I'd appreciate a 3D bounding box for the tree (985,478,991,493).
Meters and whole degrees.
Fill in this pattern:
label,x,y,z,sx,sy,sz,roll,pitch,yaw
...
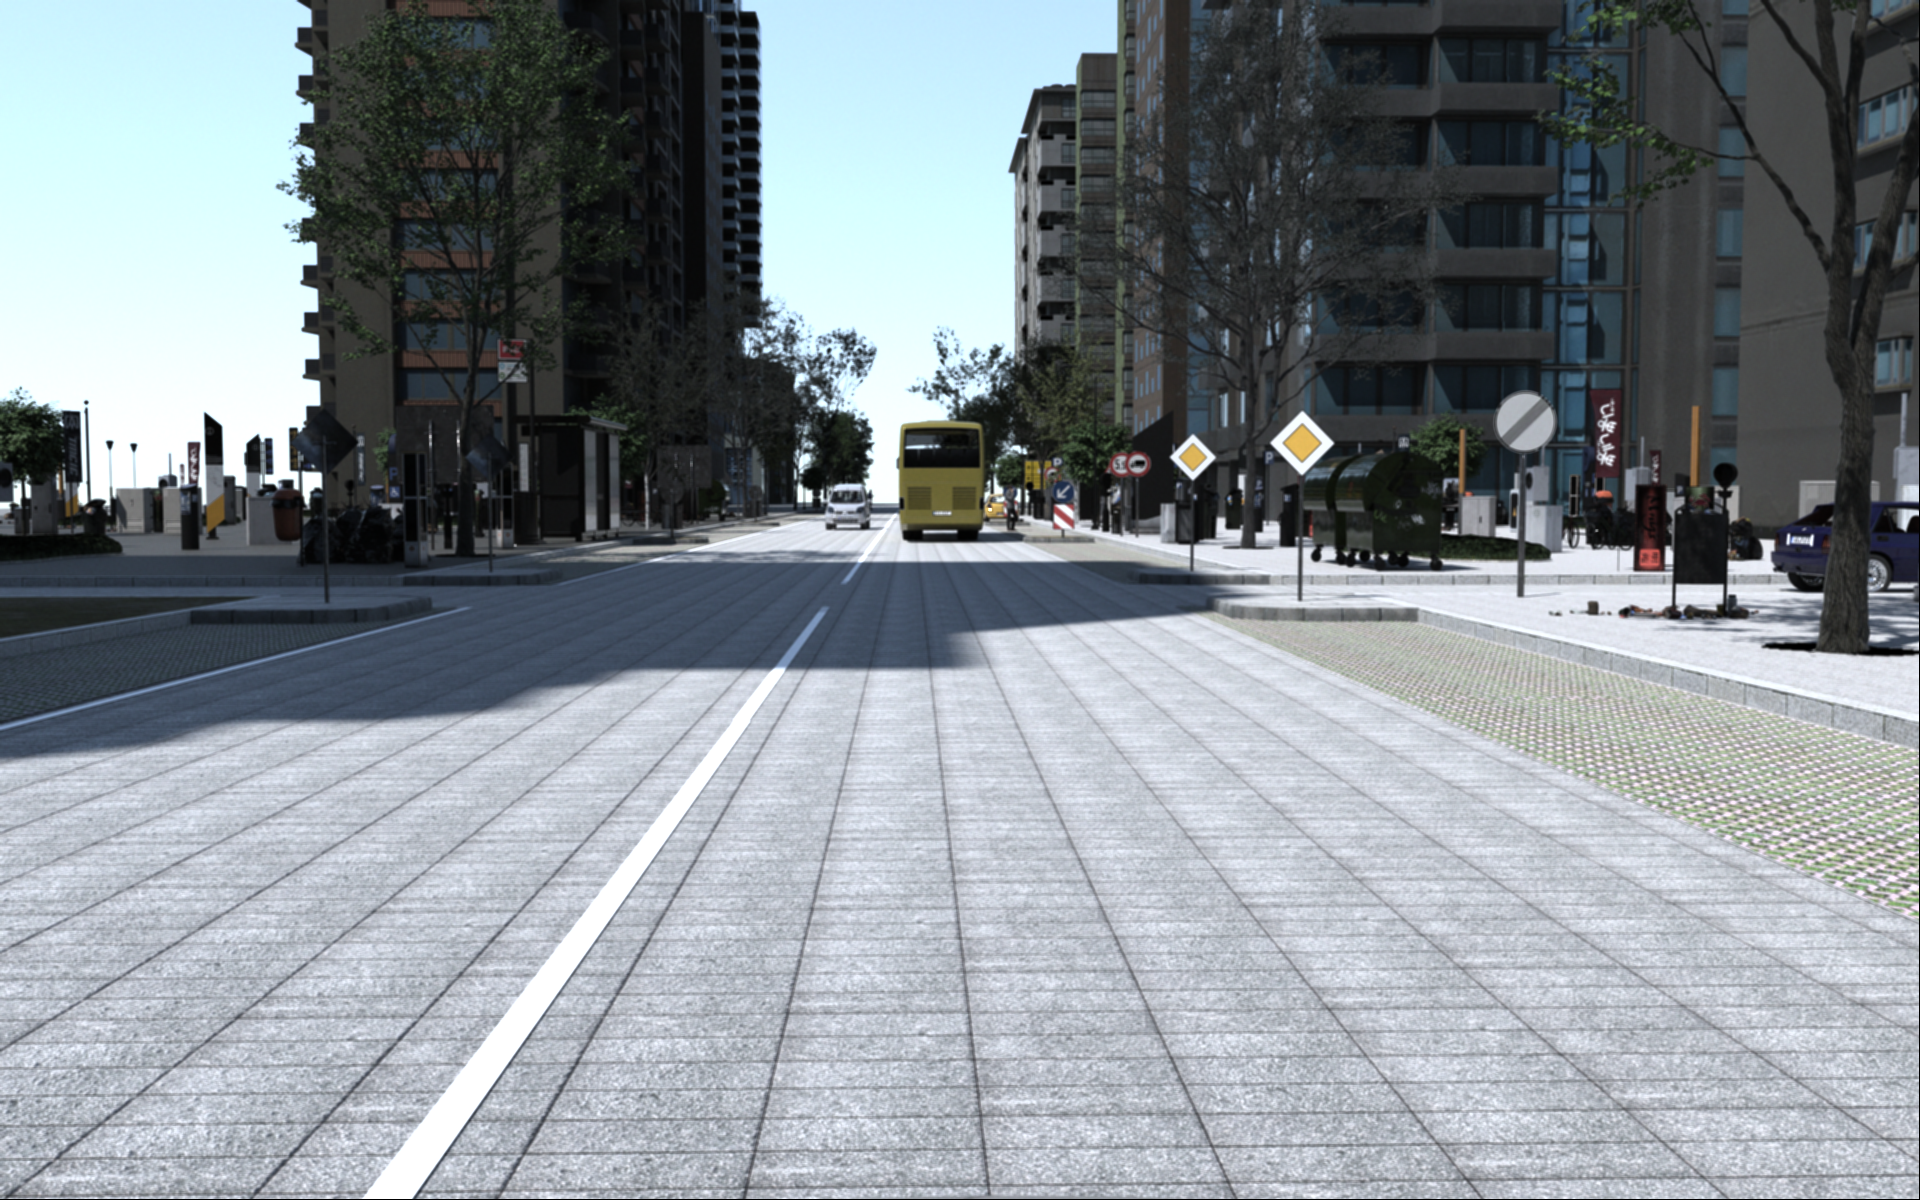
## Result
label,x,y,z,sx,sy,sz,roll,pitch,yaw
tree,2.416,-11.149,176.892,1.663,3.219,1.824,0,3,0

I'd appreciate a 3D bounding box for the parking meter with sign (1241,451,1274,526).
label,x,y,z,sx,sy,sz,roll,pitch,yaw
parking meter with sign,12.016,-4.564,70.890,0.543,3.016,1.738,-2,4,-35

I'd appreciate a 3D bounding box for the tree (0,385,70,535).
label,x,y,z,sx,sy,sz,roll,pitch,yaw
tree,-28.450,-4.198,52.352,4.285,4.588,4.351,0,3,0

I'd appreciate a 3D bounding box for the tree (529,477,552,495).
label,x,y,z,sx,sy,sz,roll,pitch,yaw
tree,-18.546,-5.131,78.492,1.663,3.219,1.824,0,3,0

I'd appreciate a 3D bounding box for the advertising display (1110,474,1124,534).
label,x,y,z,sx,sy,sz,roll,pitch,yaw
advertising display,5.035,-3.074,55.475,0.123,1.923,0.974,-1,4,-14

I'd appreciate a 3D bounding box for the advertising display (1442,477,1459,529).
label,x,y,z,sx,sy,sz,roll,pitch,yaw
advertising display,18.137,-3.605,64.162,0.974,1.923,0.123,-2,4,-24

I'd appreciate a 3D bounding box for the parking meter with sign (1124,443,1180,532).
label,x,y,z,sx,sy,sz,roll,pitch,yaw
parking meter with sign,6.526,-3.862,59.407,1.738,3.016,0.543,-1,4,-12

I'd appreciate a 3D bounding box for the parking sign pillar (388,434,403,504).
label,x,y,z,sx,sy,sz,roll,pitch,yaw
parking sign pillar,-17.730,-4.077,55.130,1.447,3.967,1.447,0,4,7

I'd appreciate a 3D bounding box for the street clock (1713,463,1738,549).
label,x,y,z,sx,sy,sz,roll,pitch,yaw
street clock,17.791,-2.185,40.294,0.358,2.002,0.471,-3,5,-44

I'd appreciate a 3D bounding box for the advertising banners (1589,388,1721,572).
label,x,y,z,sx,sy,sz,roll,pitch,yaw
advertising banners,11.442,-1.982,28.586,2.074,3.025,0.090,1,4,12

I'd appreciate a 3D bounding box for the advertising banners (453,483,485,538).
label,x,y,z,sx,sy,sz,roll,pitch,yaw
advertising banners,-14.667,-3.383,51.494,0.090,3.025,2.074,-3,5,-42

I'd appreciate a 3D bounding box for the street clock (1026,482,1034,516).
label,x,y,z,sx,sy,sz,roll,pitch,yaw
street clock,4.157,-6.036,103.254,0.471,2.002,0.358,0,4,7

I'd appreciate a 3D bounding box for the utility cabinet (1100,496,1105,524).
label,x,y,z,sx,sy,sz,roll,pitch,yaw
utility cabinet,6.153,-3.931,75.429,0.306,1.237,1.020,0,4,5

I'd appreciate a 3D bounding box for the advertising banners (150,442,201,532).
label,x,y,z,sx,sy,sz,roll,pitch,yaw
advertising banners,-26.278,-3.784,58.054,2.074,3.025,0.090,1,4,17

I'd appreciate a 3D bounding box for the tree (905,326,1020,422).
label,x,y,z,sx,sy,sz,roll,pitch,yaw
tree,-0.271,-20.840,196.618,12.611,20.169,13.585,0,3,0

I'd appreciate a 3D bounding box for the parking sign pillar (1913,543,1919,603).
label,x,y,z,sx,sy,sz,roll,pitch,yaw
parking sign pillar,12.053,-1.946,20.283,1.447,3.967,1.447,-3,5,-42

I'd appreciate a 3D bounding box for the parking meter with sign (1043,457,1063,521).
label,x,y,z,sx,sy,sz,roll,pitch,yaw
parking meter with sign,4.419,-5.321,83.258,0.543,3.016,1.738,-1,4,-14

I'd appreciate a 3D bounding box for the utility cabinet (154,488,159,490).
label,x,y,z,sx,sy,sz,roll,pitch,yaw
utility cabinet,-29.233,-3.297,62.584,0.318,1.500,1.173,3,4,36

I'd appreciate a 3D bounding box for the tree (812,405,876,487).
label,x,y,z,sx,sy,sz,roll,pitch,yaw
tree,-16.883,-20.940,249.030,9.857,13.997,8.962,0,3,0

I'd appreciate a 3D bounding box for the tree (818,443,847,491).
label,x,y,z,sx,sy,sz,roll,pitch,yaw
tree,-16.339,-16.768,224.513,4.360,8.622,3.978,0,3,0

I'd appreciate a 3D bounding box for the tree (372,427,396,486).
label,x,y,z,sx,sy,sz,roll,pitch,yaw
tree,-23.251,-5.495,73.565,4.285,4.588,4.351,0,3,0

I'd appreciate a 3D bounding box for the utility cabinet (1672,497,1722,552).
label,x,y,z,sx,sy,sz,roll,pitch,yaw
utility cabinet,16.127,-1.638,37.937,0.306,1.237,1.020,-2,4,-32

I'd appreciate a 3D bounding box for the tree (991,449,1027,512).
label,x,y,z,sx,sy,sz,roll,pitch,yaw
tree,3.828,-8.686,125.721,4.285,4.588,4.351,0,3,0

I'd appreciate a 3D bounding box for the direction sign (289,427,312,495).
label,x,y,z,sx,sy,sz,roll,pitch,yaw
direction sign,-22.363,-4.085,58.783,0.876,3.537,0.379,1,4,17

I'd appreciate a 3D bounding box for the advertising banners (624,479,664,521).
label,x,y,z,sx,sy,sz,roll,pitch,yaw
advertising banners,-14.913,-5.228,81.671,2.074,3.025,0.090,-1,4,-21

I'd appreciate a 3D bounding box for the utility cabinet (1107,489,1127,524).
label,x,y,z,sx,sy,sz,roll,pitch,yaw
utility cabinet,6.665,-3.988,73.889,0.318,1.500,1.173,-2,4,-34

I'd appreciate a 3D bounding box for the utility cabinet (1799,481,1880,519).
label,x,y,z,sx,sy,sz,roll,pitch,yaw
utility cabinet,14.643,-1.235,28.866,1.173,1.500,0.318,0,4,3

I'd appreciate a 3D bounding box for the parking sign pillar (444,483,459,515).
label,x,y,z,sx,sy,sz,roll,pitch,yaw
parking sign pillar,-23.053,-5.538,79.017,1.447,3.967,1.447,1,4,10

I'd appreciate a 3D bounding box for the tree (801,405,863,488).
label,x,y,z,sx,sy,sz,roll,pitch,yaw
tree,-14.928,-16.906,202.167,9.928,11.665,9.643,0,3,0

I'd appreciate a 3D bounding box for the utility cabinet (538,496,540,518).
label,x,y,z,sx,sy,sz,roll,pitch,yaw
utility cabinet,-18.280,-3.891,74.783,1.020,1.237,0.306,-2,4,-29

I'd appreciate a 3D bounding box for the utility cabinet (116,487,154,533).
label,x,y,z,sx,sy,sz,roll,pitch,yaw
utility cabinet,-27.109,-2.942,56.786,1.173,1.500,0.318,1,4,21

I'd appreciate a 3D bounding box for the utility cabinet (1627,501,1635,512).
label,x,y,z,sx,sy,sz,roll,pitch,yaw
utility cabinet,26.211,-3.434,67.311,0.306,1.237,1.020,0,4,4

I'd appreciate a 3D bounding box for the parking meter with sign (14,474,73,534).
label,x,y,z,sx,sy,sz,roll,pitch,yaw
parking meter with sign,-29.402,-3.627,55.567,1.738,3.016,0.543,0,4,-8

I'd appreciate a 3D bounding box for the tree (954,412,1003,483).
label,x,y,z,sx,sy,sz,roll,pitch,yaw
tree,1.006,-19.164,230.339,9.611,12.733,9.660,0,3,0

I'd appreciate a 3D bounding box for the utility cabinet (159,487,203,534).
label,x,y,z,sx,sy,sz,roll,pitch,yaw
utility cabinet,-24.419,-2.796,54.392,1.173,1.500,0.318,1,4,11

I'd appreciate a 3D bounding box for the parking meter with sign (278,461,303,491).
label,x,y,z,sx,sy,sz,roll,pitch,yaw
parking meter with sign,-35.121,-5.745,90.191,0.543,3.016,1.738,2,4,34

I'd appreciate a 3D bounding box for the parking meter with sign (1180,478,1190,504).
label,x,y,z,sx,sy,sz,roll,pitch,yaw
parking meter with sign,10.307,-5.104,79.717,0.543,3.016,1.738,3,5,44

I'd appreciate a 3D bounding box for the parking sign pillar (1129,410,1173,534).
label,x,y,z,sx,sy,sz,roll,pitch,yaw
parking sign pillar,6.167,-4.104,55.567,1.447,3.967,1.447,0,4,2

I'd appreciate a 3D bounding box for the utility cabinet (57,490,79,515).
label,x,y,z,sx,sy,sz,roll,pitch,yaw
utility cabinet,-44.497,-4.734,86.077,0.318,1.500,1.173,3,5,43

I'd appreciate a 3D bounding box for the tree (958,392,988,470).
label,x,y,z,sx,sy,sz,roll,pitch,yaw
tree,3.149,-14.673,165.654,9.928,11.665,9.643,0,3,0

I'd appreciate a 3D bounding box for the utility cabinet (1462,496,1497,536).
label,x,y,z,sx,sy,sz,roll,pitch,yaw
utility cabinet,14.917,-2.365,49.825,0.306,1.237,1.020,-2,4,-33

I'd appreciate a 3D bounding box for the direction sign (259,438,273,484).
label,x,y,z,sx,sy,sz,roll,pitch,yaw
direction sign,-28.136,-4.769,69.975,0.876,3.537,0.379,1,4,11

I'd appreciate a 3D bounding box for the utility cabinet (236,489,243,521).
label,x,y,z,sx,sy,sz,roll,pitch,yaw
utility cabinet,-33.664,-4.346,79.734,1.173,1.500,0.318,-1,4,-20

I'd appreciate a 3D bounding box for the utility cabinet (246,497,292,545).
label,x,y,z,sx,sy,sz,roll,pitch,yaw
utility cabinet,-17.469,-1.994,43.769,1.020,1.237,0.306,-2,4,-35

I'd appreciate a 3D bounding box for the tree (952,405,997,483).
label,x,y,z,sx,sy,sz,roll,pitch,yaw
tree,1.570,-18.179,215.361,7.486,12.596,7.792,0,3,0

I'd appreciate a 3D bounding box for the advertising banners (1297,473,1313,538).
label,x,y,z,sx,sy,sz,roll,pitch,yaw
advertising banners,10.269,-3.303,50.194,0.090,3.025,2.074,-1,4,-21

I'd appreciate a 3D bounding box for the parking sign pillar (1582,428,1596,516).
label,x,y,z,sx,sy,sz,roll,pitch,yaw
parking sign pillar,25.655,-5.005,70.301,1.447,3.967,1.447,0,4,6

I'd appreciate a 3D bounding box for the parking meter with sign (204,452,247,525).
label,x,y,z,sx,sy,sz,roll,pitch,yaw
parking meter with sign,-30.511,-4.632,71.997,1.738,3.016,0.543,-1,4,-13

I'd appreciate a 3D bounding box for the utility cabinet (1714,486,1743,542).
label,x,y,z,sx,sy,sz,roll,pitch,yaw
utility cabinet,20.215,-2.297,46.227,1.173,1.500,0.318,3,5,41
